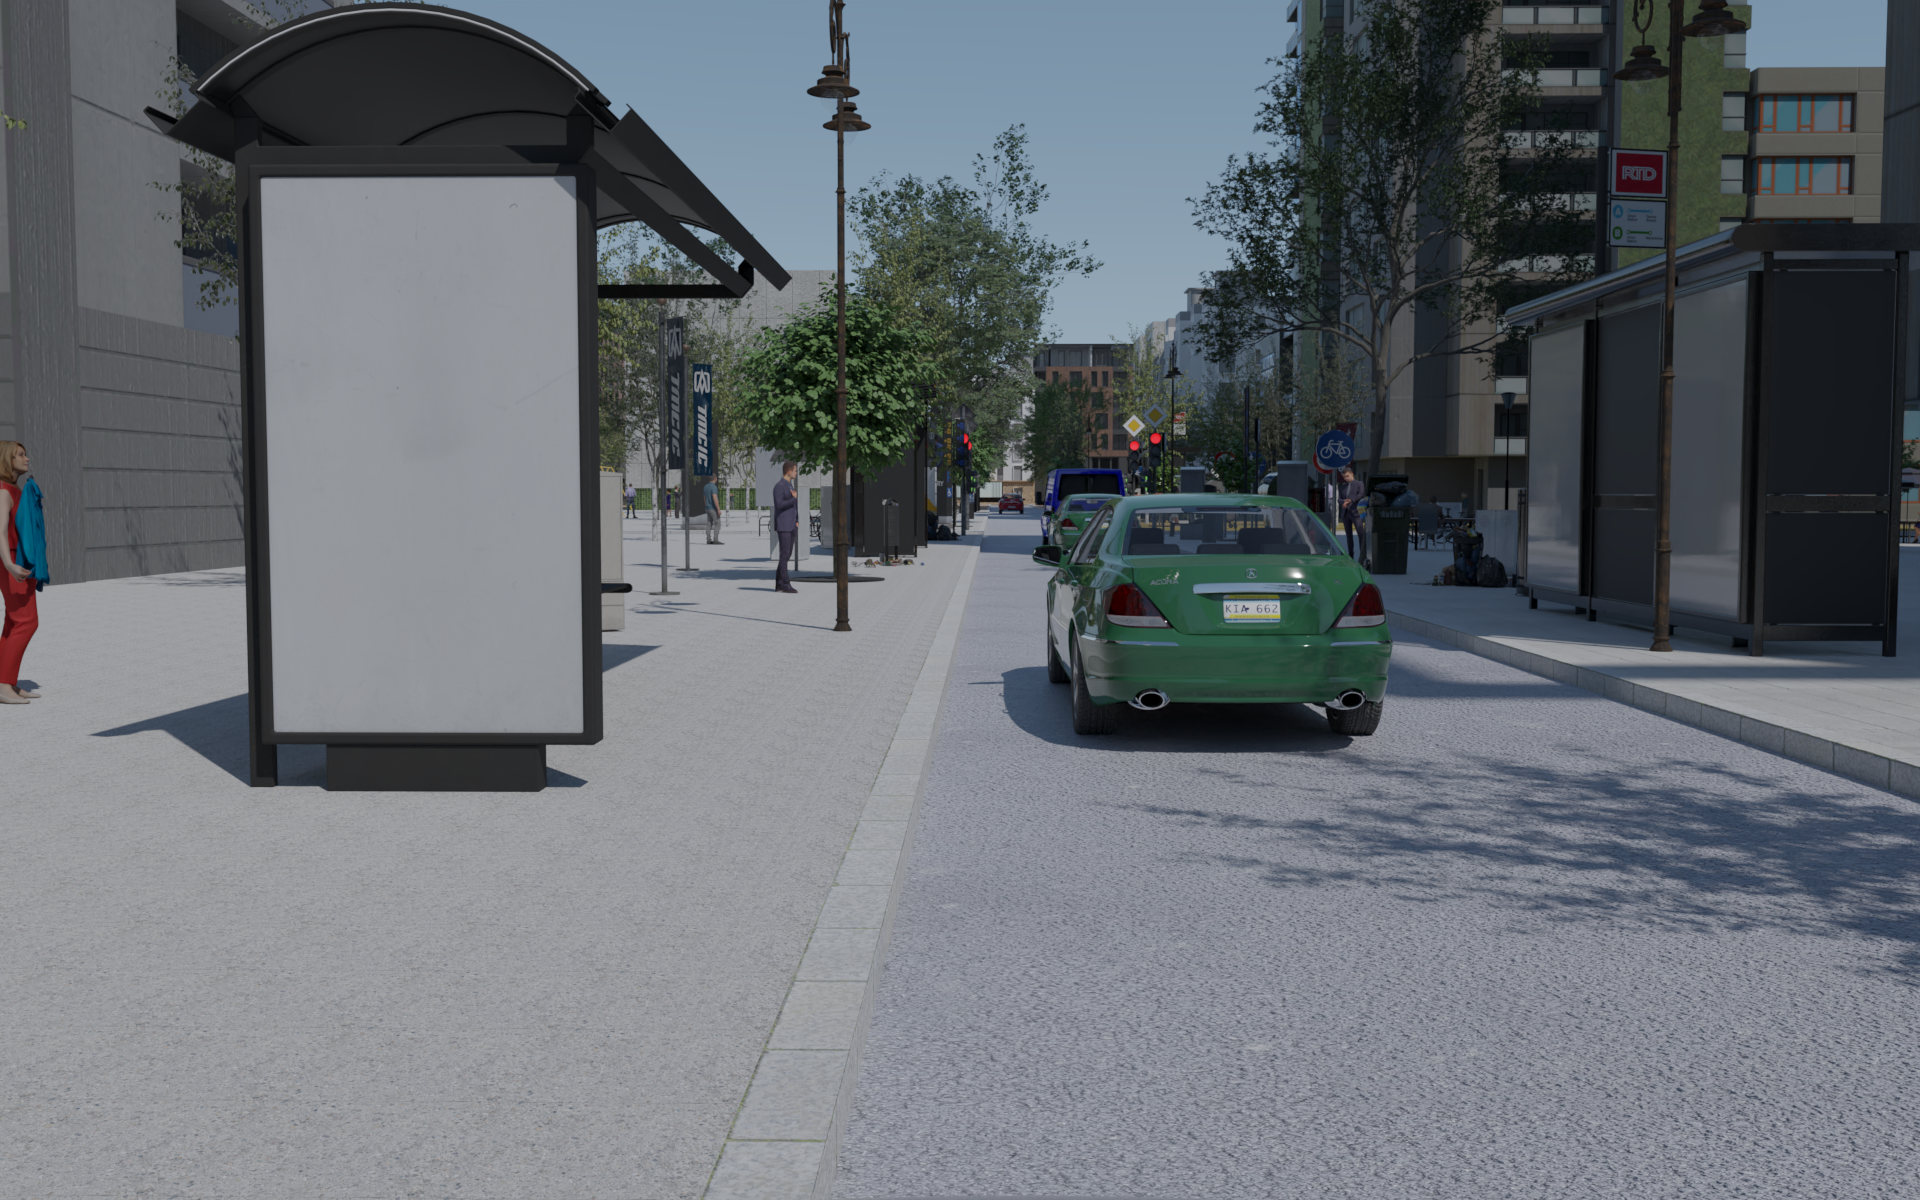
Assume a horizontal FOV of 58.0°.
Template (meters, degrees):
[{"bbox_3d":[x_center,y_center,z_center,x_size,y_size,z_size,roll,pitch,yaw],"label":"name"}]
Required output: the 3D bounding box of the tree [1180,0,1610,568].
[{"bbox_3d":[7.046,-5.742,28.292,7.601,10.594,8.767,2,4,25],"label":"tree"}]

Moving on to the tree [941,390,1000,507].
[{"bbox_3d":[0.810,-14.143,156.995,9.928,11.665,9.643,0,3,0],"label":"tree"}]

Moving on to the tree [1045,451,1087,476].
[{"bbox_3d":[7.996,-8.902,129.263,4.285,4.588,4.351,0,3,0],"label":"tree"}]

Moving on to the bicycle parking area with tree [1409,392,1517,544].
[{"bbox_3d":[15.207,-3.623,46.231,9.016,4.147,8.231,1,4,22],"label":"bicycle parking area with tree"}]

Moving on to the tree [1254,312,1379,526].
[{"bbox_3d":[14.755,-7.223,68.457,4.360,8.622,3.978,0,3,0],"label":"tree"}]

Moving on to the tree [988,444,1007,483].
[{"bbox_3d":[2.079,-17.763,208.548,7.486,12.596,7.792,0,3,0],"label":"tree"}]

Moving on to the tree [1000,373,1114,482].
[{"bbox_3d":[8.995,-13.554,147.369,9.928,11.665,9.643,0,3,0],"label":"tree"}]

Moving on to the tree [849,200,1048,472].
[{"bbox_3d":[-0.846,-10.374,76.274,9.857,13.997,8.962,0,3,0],"label":"tree"}]

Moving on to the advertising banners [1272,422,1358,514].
[{"bbox_3d":[8.741,-2.846,42.725,2.074,3.025,0.090,1,4,22],"label":"advertising banners"}]

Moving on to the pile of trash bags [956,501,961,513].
[{"bbox_3d":[-0.799,-6.394,114.288,3.447,1.369,1.912,0,4,3],"label":"pile of trash bags"}]

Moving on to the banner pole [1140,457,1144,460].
[{"bbox_3d":[10.791,-6.920,103.162,0.863,3.779,0.401,-1,4,-12],"label":"banner pole"}]

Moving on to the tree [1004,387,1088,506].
[{"bbox_3d":[9.321,-17.303,193.278,12.009,13.543,11.850,0,3,0],"label":"tree"}]

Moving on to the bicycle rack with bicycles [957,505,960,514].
[{"bbox_3d":[-1.790,-5.807,108.324,2.852,0.926,2.925,-3,5,-42],"label":"bicycle rack with bicycles"}]

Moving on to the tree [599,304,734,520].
[{"bbox_3d":[-14.941,-9.174,84.400,8.767,10.594,7.601,0,4,1],"label":"tree"}]

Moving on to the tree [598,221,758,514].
[{"bbox_3d":[-18.859,-15.511,109.493,12.611,20.169,13.585,0,3,0],"label":"tree"}]

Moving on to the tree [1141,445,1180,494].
[{"bbox_3d":[7.798,-4.480,67.847,1.663,3.219,1.824,0,3,0],"label":"tree"}]

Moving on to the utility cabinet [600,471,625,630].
[{"bbox_3d":[-3.528,-0.482,16.562,0.318,1.500,1.173,-2,4,-29],"label":"utility cabinet"}]

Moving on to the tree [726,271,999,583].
[{"bbox_3d":[-1.747,-2.562,25.604,4.285,4.588,4.351,0,3,0],"label":"tree"}]

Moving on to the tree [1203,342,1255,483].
[{"bbox_3d":[14.302,-7.922,79.888,4.360,8.622,3.978,0,3,0],"label":"tree"}]

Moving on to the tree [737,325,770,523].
[{"bbox_3d":[-9.351,-7.689,76.083,4.360,8.622,3.978,0,3,0],"label":"tree"}]

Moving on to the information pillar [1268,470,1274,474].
[{"bbox_3d":[9.456,-2.912,52.098,0.304,2.012,0.304,-1,4,-12],"label":"information pillar"}]

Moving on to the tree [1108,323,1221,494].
[{"bbox_3d":[8.095,-7.550,73.805,4.737,8.622,4.395,0,3,0],"label":"tree"}]

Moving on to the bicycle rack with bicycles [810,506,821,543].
[{"bbox_3d":[-2.937,-1.832,43.331,2.852,0.926,2.925,-1,4,-19],"label":"bicycle rack with bicycles"}]

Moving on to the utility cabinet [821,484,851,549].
[{"bbox_3d":[-2.902,-1.934,40.307,0.318,1.500,1.173,-2,4,-26],"label":"utility cabinet"}]

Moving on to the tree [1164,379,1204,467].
[{"bbox_3d":[15.617,-9.598,107.293,4.360,8.622,3.978,0,3,0],"label":"tree"}]

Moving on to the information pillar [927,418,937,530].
[{"bbox_3d":[-0.894,-3.784,53.222,0.183,3.616,0.504,-3,5,-45],"label":"information pillar"}]

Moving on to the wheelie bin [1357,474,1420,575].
[{"bbox_3d":[6.881,-1.213,27.746,0.980,1.594,0.693,0,4,2],"label":"wheelie bin"}]

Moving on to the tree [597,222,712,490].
[{"bbox_3d":[-7.815,-5.076,33.353,4.737,8.622,4.395,0,3,0],"label":"tree"}]

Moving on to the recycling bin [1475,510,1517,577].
[{"bbox_3d":[8.606,-0.903,27.311,0.722,1.027,0.722,3,5,43],"label":"recycling bin"}]

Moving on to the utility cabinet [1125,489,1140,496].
[{"bbox_3d":[7.071,-3.886,72.210,0.318,1.500,1.173,-2,4,-26],"label":"utility cabinet"}]

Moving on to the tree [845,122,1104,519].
[{"bbox_3d":[0.522,-14.250,88.876,12.611,20.169,13.585,0,3,0],"label":"tree"}]

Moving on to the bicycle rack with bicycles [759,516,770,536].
[{"bbox_3d":[-4.651,-2.369,52.113,2.925,0.926,2.852,-2,4,-31],"label":"bicycle rack with bicycles"}]

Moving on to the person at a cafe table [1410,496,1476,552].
[{"bbox_3d":[10.842,-1.736,39.237,1.698,1.238,1.726,2,4,33],"label":"person at a cafe table"}]

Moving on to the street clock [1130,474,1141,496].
[{"bbox_3d":[6.351,-3.597,63.380,0.471,2.002,0.358,2,4,27],"label":"street clock"}]

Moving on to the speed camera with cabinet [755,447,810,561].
[{"bbox_3d":[-3.366,-2.358,32.881,0.660,3.252,2.038,1,4,8],"label":"speed camera with cabinet"}]

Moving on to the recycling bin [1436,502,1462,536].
[{"bbox_3d":[14.566,-2.410,51.956,0.722,1.027,0.722,0,4,-7],"label":"recycling bin"}]

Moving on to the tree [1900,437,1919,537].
[{"bbox_3d":[28.001,-3.496,51.753,1.663,3.219,1.824,0,3,0],"label":"tree"}]

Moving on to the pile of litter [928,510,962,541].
[{"bbox_3d":[-0.832,-2.074,47.869,1.719,0.858,1.176,1,4,15],"label":"pile of litter"}]

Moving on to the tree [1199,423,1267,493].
[{"bbox_3d":[7.565,-3.200,46.915,1.663,3.219,1.824,0,3,0],"label":"tree"}]

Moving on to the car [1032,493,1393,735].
[{"bbox_3d":[1.581,0.004,11.740,2.131,1.459,4.920,0,4,0],"label":"car"}]

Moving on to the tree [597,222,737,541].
[{"bbox_3d":[-8.281,-5.893,46.707,4.360,8.622,3.978,0,3,0],"label":"tree"}]

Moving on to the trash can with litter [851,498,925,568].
[{"bbox_3d":[-1.468,-1.232,31.195,1.678,1.210,2.233,1,4,18],"label":"trash can with litter"}]

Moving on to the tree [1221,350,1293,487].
[{"bbox_3d":[15.079,-8.375,87.301,4.737,8.622,4.395,0,3,0],"label":"tree"}]

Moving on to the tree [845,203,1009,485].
[{"bbox_3d":[-1.181,-5.730,44.053,4.737,8.622,4.395,0,3,0],"label":"tree"}]

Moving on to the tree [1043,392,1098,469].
[{"bbox_3d":[8.040,-10.620,123.999,4.360,8.622,3.978,0,3,0],"label":"tree"}]

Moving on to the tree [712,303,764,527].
[{"bbox_3d":[-8.981,-7.193,67.960,4.737,8.622,4.395,0,3,0],"label":"tree"}]

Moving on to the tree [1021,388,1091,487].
[{"bbox_3d":[10.006,-15.996,179.655,7.486,12.596,7.792,0,3,0],"label":"tree"}]

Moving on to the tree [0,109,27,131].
[{"bbox_3d":[-9.772,-3.878,13.770,4.737,8.622,4.395,0,3,0],"label":"tree"}]

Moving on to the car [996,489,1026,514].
[{"bbox_3d":[3.717,-7.166,126.198,2.155,1.783,4.494,0,4,0],"label":"car"}]

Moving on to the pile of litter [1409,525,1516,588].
[{"bbox_3d":[7.186,-0.632,24.291,1.176,0.858,1.719,-2,4,-35],"label":"pile of litter"}]

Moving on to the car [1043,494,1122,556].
[{"bbox_3d":[2.863,-1.555,37.223,2.131,1.459,4.920,0,4,1],"label":"car"}]

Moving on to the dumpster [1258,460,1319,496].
[{"bbox_3d":[9.537,-2.931,50.414,1.502,2.255,1.985,0,4,1],"label":"dumpster"}]

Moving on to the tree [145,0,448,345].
[{"bbox_3d":[-8.160,-4.416,22.563,4.360,8.622,3.978,0,3,0],"label":"tree"}]

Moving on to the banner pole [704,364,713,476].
[{"bbox_3d":[-4.445,-2.396,29.198,0.401,3.779,0.863,2,4,35],"label":"banner pole"}]

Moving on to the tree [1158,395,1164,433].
[{"bbox_3d":[15.017,-10.158,116.442,4.360,8.622,3.978,0,3,0],"label":"tree"}]

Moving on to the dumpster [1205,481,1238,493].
[{"bbox_3d":[9.667,-3.578,64.254,1.264,1.857,1.865,0,4,1],"label":"dumpster"}]

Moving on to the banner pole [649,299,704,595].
[{"bbox_3d":[-3.641,-1.943,21.793,0.401,3.779,0.863,-2,4,-34],"label":"banner pole"}]

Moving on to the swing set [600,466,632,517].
[{"bbox_3d":[-20.303,-6.216,99.259,2.862,2.851,3.119,0,4,1],"label":"swing set"}]
